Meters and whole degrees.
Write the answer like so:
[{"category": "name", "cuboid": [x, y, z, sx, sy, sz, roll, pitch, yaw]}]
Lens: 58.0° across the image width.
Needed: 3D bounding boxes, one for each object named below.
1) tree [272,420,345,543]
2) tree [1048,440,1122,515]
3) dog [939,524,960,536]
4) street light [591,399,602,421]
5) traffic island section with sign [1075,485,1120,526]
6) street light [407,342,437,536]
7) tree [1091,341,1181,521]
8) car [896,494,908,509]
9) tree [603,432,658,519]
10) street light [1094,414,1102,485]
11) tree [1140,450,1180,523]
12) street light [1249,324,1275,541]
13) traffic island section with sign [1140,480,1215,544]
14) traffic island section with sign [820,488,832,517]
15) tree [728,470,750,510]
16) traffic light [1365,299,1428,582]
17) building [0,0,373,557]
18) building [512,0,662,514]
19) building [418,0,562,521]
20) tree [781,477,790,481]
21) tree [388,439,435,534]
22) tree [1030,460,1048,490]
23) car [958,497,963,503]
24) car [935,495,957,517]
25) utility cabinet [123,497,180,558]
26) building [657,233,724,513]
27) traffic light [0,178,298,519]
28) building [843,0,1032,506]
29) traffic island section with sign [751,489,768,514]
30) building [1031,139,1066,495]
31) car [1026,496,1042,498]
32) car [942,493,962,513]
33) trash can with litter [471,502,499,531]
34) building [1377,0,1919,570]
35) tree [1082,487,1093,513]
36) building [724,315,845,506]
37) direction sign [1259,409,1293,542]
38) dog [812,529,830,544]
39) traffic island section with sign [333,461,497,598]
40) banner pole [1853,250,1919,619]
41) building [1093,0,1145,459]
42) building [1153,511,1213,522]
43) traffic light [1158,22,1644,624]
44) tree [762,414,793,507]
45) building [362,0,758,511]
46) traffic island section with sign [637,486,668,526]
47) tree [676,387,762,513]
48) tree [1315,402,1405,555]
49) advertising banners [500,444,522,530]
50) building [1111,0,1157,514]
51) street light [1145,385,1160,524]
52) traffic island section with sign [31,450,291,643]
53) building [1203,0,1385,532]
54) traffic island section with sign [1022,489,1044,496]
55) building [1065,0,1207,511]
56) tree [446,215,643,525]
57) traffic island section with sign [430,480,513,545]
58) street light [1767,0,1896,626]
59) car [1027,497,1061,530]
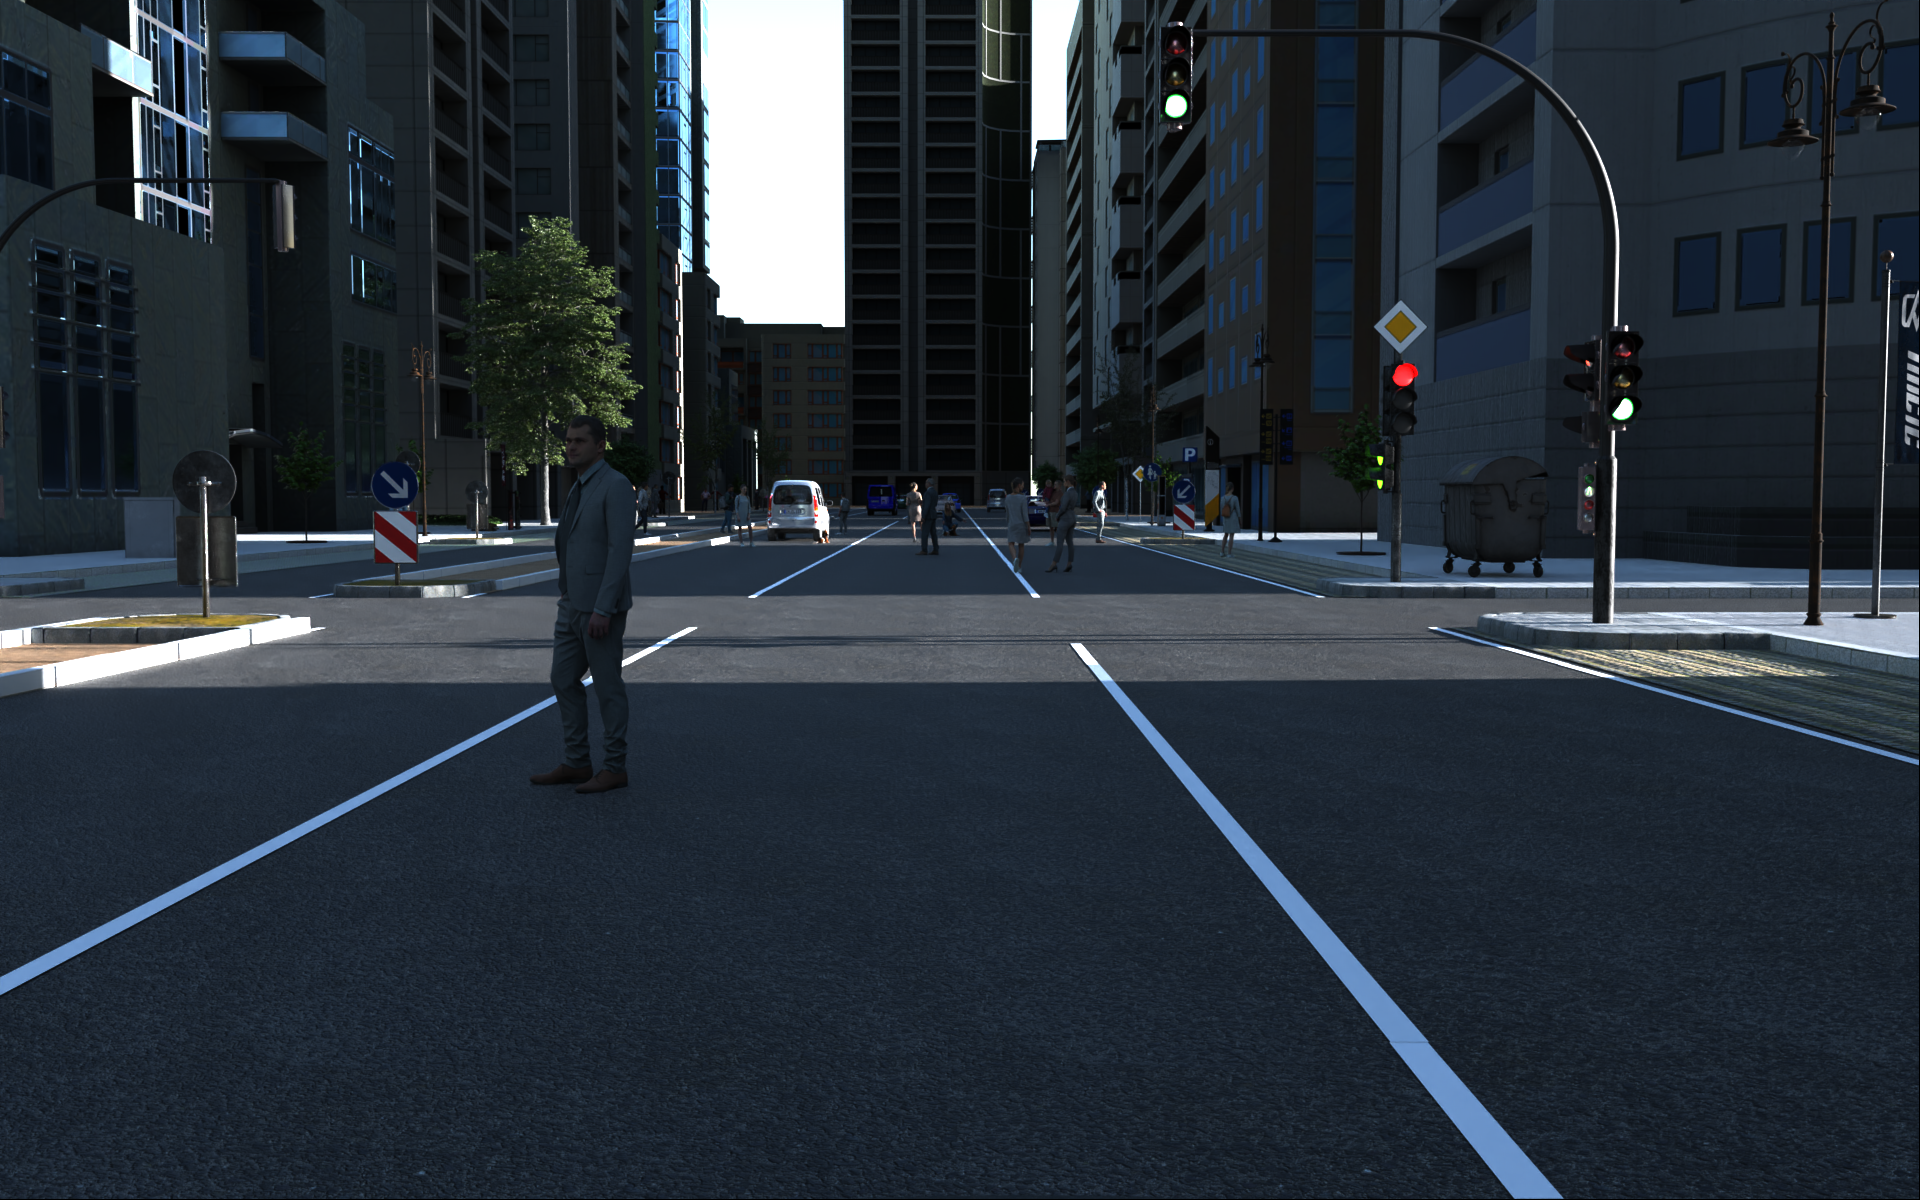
[{"category": "tree", "cuboid": [-17.312, -3.120, 45.606, 1.663, 3.219, 1.824, 0, 3, 0]}, {"category": "tree", "cuboid": [8.217, -7.447, 105.480, 4.285, 4.588, 4.351, 0, 3, 0]}, {"category": "dog", "cuboid": [-0.388, -2.388, 59.233, 0.748, 0.427, 0.550, 0, 4, 2]}, {"category": "street light", "cuboid": [-16.434, -6.487, 78.851, 0.468, 5.910, 1.993, 0, 4, 0]}, {"category": "traffic island section with sign", "cuboid": [6.089, -4.219, 77.602, 1.989, 1.847, 2.006, 0, 4, 0]}, {"category": "street light", "cuboid": [-16.319, -4.884, 52.640, 0.468, 5.910, 1.993, 0, 4, 0]}, {"category": "tree", "cuboid": [8.185, -8.124, 83.185, 4.360, 8.622, 3.978, 0, 3, 0]}, {"category": "car", "cuboid": [-4.993, -8.331, 148.002, 2.131, 1.459, 4.920, 0, 4, 0]}, {"category": "tree", "cuboid": [-17.597, -6.554, 90.864, 4.285, 4.588, 4.351, 0, 3, 0]}, {"category": "street light", "cuboid": [7.967, -7.778, 99.951, 0.468, 5.910, 1.993, 0, 4, 0]}, {"category": "tree", "cuboid": [8.627, -4.985, 76.104, 1.663, 3.219, 1.824, 0, 3, 0]}, {"category": "street light", "cuboid": [8.225, -4.555, 47.259, 0.468, 5.910, 1.993, 0, 4, 0]}, {"category": "traffic island section with sign", "cuboid": [6.243, -2.528, 49.968, 1.989, 1.847, 2.006, 0, 4, 0]}, {"category": "traffic island section with sign", "cuboid": [-8.313, -5.617, 99.980, 2.006, 1.907, 1.989, 0, 4, 0]}, {"category": "tree", "cuboid": [-17.834, -8.840, 139.129, 1.663, 3.219, 1.824, 0, 3, 0]}, {"category": "traffic light", "cuboid": [6.335, -2.216, 25.146, 0.839, 4.253, 0.868, 0, 4, 0]}, {"category": "building", "cuboid": [-30.448, -44.980, 48.092, 22.319, 86.520, 31.000, 0, 4, 0]}, {"category": "building", "cuboid": [-26.717, -25.878, 106.707, 14.154, 41.232, 14.086, 0, 4, 0]}, {"category": "building", "cuboid": [-31.224, -39.543, 84.772, 20.563, 71.187, 20.611, 0, 4, 0]}, {"category": "tree", "cuboid": [-17.964, -11.211, 177.898, 1.663, 3.219, 1.824, 0, 3, 0]}, {"category": "tree", "cuboid": [-17.548, -3.746, 55.854, 1.663, 3.219, 1.824, 0, 3, 0]}, {"category": "tree", "cuboid": [8.043, -10.919, 162.232, 4.285, 4.588, 4.351, 0, 3, 0]}, {"category": "car", "cuboid": [-0.836, -8.402, 149.173, 2.131, 1.459, 4.920, 0, 4, 0]}, {"category": "car", "cuboid": [-1.211, -5.858, 108.135, 2.083, 1.381, 4.827, 0, 4, -1]}, {"category": "utility cabinet", "cuboid": [-16.248, -1.450, 34.865, 1.020, 1.237, 0.306, 0, 4, 1]}, {"category": "building", "cuboid": [-33.640, -17.397, 129.476, 27.650, 21.520, 28.899, 0, 4, 0]}, {"category": "traffic light", "cuboid": [-12.035, -3.082, 25.064, 4.771, 5.953, 1.251, 0, 4, 0]}, {"category": "building", "cuboid": [-2.245, -46.272, 194.794, 20.611, 71.187, 20.563, 0, 4, 0]}, {"category": "traffic island section with sign", "cuboid": [-14.391, -7.234, 126.911, 1.989, 1.847, 2.006, 0, 4, 0]}, {"category": "building", "cuboid": [15.258, -31.190, 193.542, 14.086, 41.232, 14.154, 0, 4, 0]}, {"category": "car", "cuboid": [3.290, -4.025, 78.177, 2.083, 1.381, 4.827, 0, 4, -1]}, {"category": "car", "cuboid": [-0.806, -7.683, 135.205, 1.945, 1.707, 3.694, 0, 4, -2]}, {"category": "trash can with litter", "cuboid": [-16.421, -2.961, 59.796, 1.055, 1.170, 0.624, 1, 4, 14]}, {"category": "building", "cuboid": [25.584, -30.293, 37.297, 28.212, 58.520, 21.231, 0, 4, 0]}, {"category": "tree", "cuboid": [9.004, -7.455, 116.497, 1.663, 3.219, 1.824, 0, 3, 0]}, {"category": "building", "cuboid": [-27.026, -21.773, 201.020, 28.899, 21.520, 27.650, 0, 4, 0]}, {"category": "direction sign", "cuboid": [8.414, -3.310, 46.115, 0.876, 3.537, 0.379, 0, 4, 3]}, {"category": "dog", "cuboid": [-4.071, -1.854, 50.502, 0.748, 0.427, 0.550, -2, 4, -29]}, {"category": "traffic island section with sign", "cuboid": [-7.889, -1.022, 24.842, 2.006, 1.907, 1.989, 0, 4, 0]}, {"category": "banner pole", "cuboid": [9.735, -1.707, 17.928, 0.863, 3.779, 0.401, -1, 4, -11]}, {"category": "building", "cuboid": [25.016, -33.498, 136.928, 28.713, 52.752, 27.495, 0, 4, 0]}, {"category": "building", "cuboid": [21.971, -28.455, 88.942, 21.300, 48.544, 21.600, 0, 4, 0]}, {"category": "traffic light", "cuboid": [4.287, -2.590, 17.008, 4.771, 5.953, 1.251, 0, 4, 0]}, {"category": "tree", "cuboid": [-17.673, -12.888, 161.081, 4.737, 8.622, 4.395, 0, 3, 0]}, {"category": "building", "cuboid": [-35.755, -51.828, 160.066, 31.000, 86.520, 22.319, 0, 4, 0]}, {"category": "traffic island section with sign", "cuboid": [-14.137, -4.206, 77.392, 1.989, 1.847, 2.006, 0, 4, 0]}, {"category": "tree", "cuboid": [-16.904, -10.249, 117.932, 4.737, 8.622, 4.395, 0, 3, 0]}, {"category": "tree", "cuboid": [8.600, -2.562, 36.490, 1.663, 3.219, 1.824, 0, 3, 0]}, {"category": "advertising banners", "cuboid": [-16.024, -4.010, 61.744, 0.090, 3.025, 2.074, 0, 4, 4]}, {"category": "building", "cuboid": [21.123, -41.228, 112.335, 20.563, 71.187, 20.611, 0, 4, 0]}, {"category": "street light", "cuboid": [8.164, -6.158, 73.470, 0.468, 5.910, 1.993, 0, 4, 0]}, {"category": "traffic island section with sign", "cuboid": [-7.858, -0.569, 17.435, 2.006, 1.907, 1.989, 0, 4, 0]}, {"category": "building", "cuboid": [16.973, -25.263, 63.161, 14.600, 45.320, 14.200, 0, 4, 0]}, {"category": "traffic island section with sign", "cuboid": [5.801, -7.271, 127.512, 1.989, 1.847, 2.006, 0, 4, 0]}, {"category": "building", "cuboid": [21.219, -32.909, 161.768, 21.300, 48.544, 21.600, 0, 4, 0]}, {"category": "tree", "cuboid": [-16.870, -9.326, 70.604, 7.486, 12.596, 7.792, 0, 3, 0]}, {"category": "traffic island section with sign", "cuboid": [-13.976, -2.516, 49.757, 1.989, 1.847, 2.006, 0, 4, 0]}, {"category": "street light", "cuboid": [8.365, -2.691, 16.793, 0.468, 5.910, 1.993, 0, 4, 0]}, {"category": "car", "cuboid": [3.172, -3.379, 67.826, 1.945, 1.354, 3.894, 0, 4, 0]}]
